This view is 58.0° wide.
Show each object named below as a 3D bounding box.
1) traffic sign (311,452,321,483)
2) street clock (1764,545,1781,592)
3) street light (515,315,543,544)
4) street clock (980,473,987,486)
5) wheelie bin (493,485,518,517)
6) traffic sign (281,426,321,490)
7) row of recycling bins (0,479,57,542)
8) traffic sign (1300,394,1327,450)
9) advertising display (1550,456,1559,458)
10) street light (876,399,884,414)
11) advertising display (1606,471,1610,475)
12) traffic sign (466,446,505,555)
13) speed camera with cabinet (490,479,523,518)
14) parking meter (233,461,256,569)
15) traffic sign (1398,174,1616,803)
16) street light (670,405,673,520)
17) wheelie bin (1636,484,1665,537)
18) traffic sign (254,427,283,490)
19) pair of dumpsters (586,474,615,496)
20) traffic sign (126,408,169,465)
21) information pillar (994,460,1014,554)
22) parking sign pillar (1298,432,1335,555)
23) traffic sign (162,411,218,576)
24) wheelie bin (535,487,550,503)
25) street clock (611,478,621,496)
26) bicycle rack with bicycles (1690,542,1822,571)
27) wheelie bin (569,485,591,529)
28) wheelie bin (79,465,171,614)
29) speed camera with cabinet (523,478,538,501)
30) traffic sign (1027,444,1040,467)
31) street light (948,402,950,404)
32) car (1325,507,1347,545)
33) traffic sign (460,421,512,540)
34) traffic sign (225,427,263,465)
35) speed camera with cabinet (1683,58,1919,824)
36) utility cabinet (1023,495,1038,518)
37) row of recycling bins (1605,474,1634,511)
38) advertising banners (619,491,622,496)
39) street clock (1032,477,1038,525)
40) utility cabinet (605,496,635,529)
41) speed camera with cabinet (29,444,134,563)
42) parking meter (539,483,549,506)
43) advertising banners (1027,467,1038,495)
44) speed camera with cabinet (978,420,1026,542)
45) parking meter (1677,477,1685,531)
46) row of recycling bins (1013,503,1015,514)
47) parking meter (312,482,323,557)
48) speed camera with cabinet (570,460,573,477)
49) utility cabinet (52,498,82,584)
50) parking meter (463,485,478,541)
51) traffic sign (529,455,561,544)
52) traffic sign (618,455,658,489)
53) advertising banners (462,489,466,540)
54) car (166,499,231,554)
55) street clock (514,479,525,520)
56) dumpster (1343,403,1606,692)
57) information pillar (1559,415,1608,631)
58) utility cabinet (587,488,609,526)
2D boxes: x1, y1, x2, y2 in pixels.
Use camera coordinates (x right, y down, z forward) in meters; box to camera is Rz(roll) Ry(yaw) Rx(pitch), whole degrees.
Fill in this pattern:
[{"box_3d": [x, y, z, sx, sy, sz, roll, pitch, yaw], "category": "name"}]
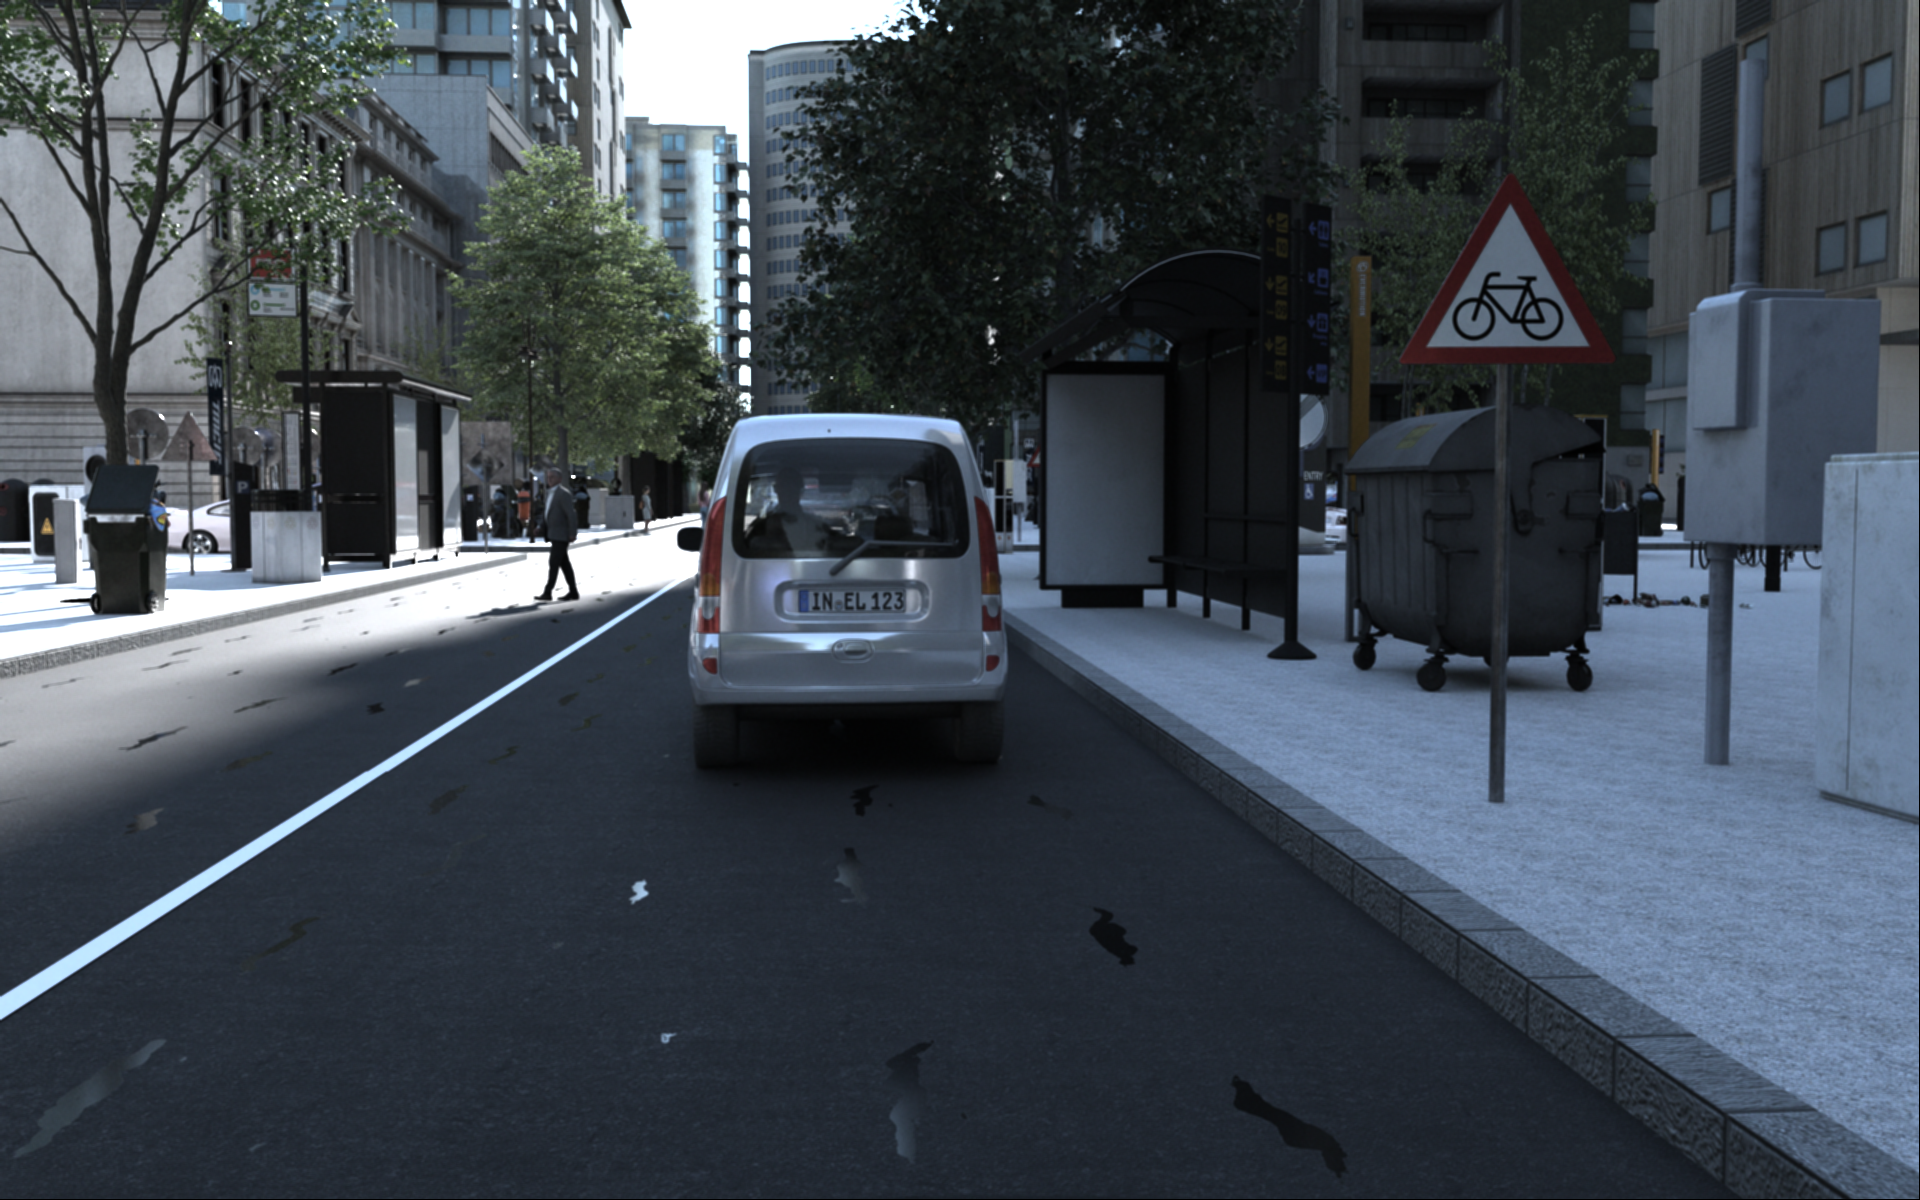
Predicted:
[{"box_3d": [-13.483, -2.098, 36.424, 0.606, 2.300, 0.079, 0, 4, 5], "category": "traffic sign"}, {"box_3d": [10.730, -1.116, 22.815, 0.358, 2.002, 0.471, 2, 4, 26], "category": "street clock"}, {"box_3d": [-11.097, -4.402, 44.760, 0.468, 5.910, 1.993, 0, 4, -5], "category": "street light"}, {"box_3d": [0.693, -3.385, 59.921, 0.358, 2.002, 0.471, -3, 5, -41], "category": "street clock"}, {"box_3d": [-14.722, -2.952, 56.168, 0.693, 1.594, 0.980, 1, 4, 15], "category": "wheelie bin"}, {"box_3d": [-12.335, -1.977, 32.429, 0.768, 2.556, 0.104, 0, 4, 4], "category": "traffic sign"}, {"box_3d": [-26.107, -2.435, 46.926, 3.534, 1.692, 1.069, 0, 4, 3], "category": "row of recycling bins"}, {"box_3d": [3.887, -1.232, 20.251, 0.768, 2.556, 0.104, 0, 4, 2], "category": "traffic sign"}, {"box_3d": [7.772, -1.128, 23.660, 0.974, 1.923, 0.123, -1, 4, -12], "category": "advertising display"}, {"box_3d": [-3.612, -6.401, 77.440, 0.468, 5.910, 1.993, 0, 4, -5], "category": "street light"}, {"box_3d": [18.163, -2.709, 49.499, 0.123, 1.923, 0.974, -1, 4, -22], "category": "advertising display"}, {"box_3d": [-9.897, -1.988, 36.141, 0.795, 2.450, 0.064, 0, 4, -5], "category": "traffic sign"}, {"box_3d": [-21.058, -5.243, 80.057, 0.660, 3.252, 2.038, 0, 4, 8], "category": "speed camera with cabinet"}, {"box_3d": [-12.321, -1.471, 29.759, 0.399, 1.863, 0.255, -2, 4, -31], "category": "parking meter"}, {"box_3d": [2.235, -0.437, 7.143, 0.884, 2.594, 0.081, 0, 4, 0], "category": "traffic sign"}, {"box_3d": [-14.547, -6.991, 87.090, 0.468, 5.910, 1.993, 0, 4, -5], "category": "street light"}, {"box_3d": [20.840, -2.715, 52.295, 0.693, 1.594, 0.980, 0, 4, -1], "category": "wheelie bin"}, {"box_3d": [-13.293, -2.018, 33.098, 0.768, 2.556, 0.104, 0, 4, -2], "category": "traffic sign"}, {"box_3d": [-17.049, -4.805, 81.059, 1.574, 2.255, 4.437, 0, 4, -5], "category": "pair of dumpsters"}, {"box_3d": [-12.142, -1.569, 25.760, 0.768, 2.556, 0.104, 0, 4, 3], "category": "traffic sign"}, {"box_3d": [0.945, -2.010, 37.353, 0.304, 2.012, 0.304, 3, 5, 40], "category": "information pillar"}, {"box_3d": [7.299, -2.971, 37.045, 1.447, 3.967, 1.447, -3, 5, -44], "category": "parking sign pillar"}, {"box_3d": [-12.102, -1.665, 27.224, 0.884, 2.594, 0.081, 0, 3, 0], "category": "traffic sign"}, {"box_3d": [-21.717, -5.022, 90.011, 0.693, 1.594, 0.980, -1, 4, -22], "category": "wheelie bin"}, {"box_3d": [-15.858, -4.609, 79.931, 0.471, 2.002, 0.358, -1, 4, -11], "category": "street clock"}, {"box_3d": [13.775, -1.012, 29.936, 2.925, 0.926, 2.852, -2, 4, -30], "category": "bicycle rack with bicycles"}, {"box_3d": [-14.035, -3.414, 63.728, 0.980, 1.594, 0.693, 2, 4, 35], "category": "wheelie bin"}, {"box_3d": [-8.981, -0.659, 18.684, 0.980, 1.594, 0.693, 0, 4, -2], "category": "wheelie bin"}, {"box_3d": [-24.668, -6.283, 97.071, 2.038, 3.252, 0.660, 1, 4, 22], "category": "speed camera with cabinet"}, {"box_3d": [1.762, -2.093, 34.218, 0.884, 2.594, 0.081, 0, 4, 5], "category": "traffic sign"}, {"box_3d": [-0.212, -3.879, 36.212, 0.468, 5.910, 1.993, 0, 4, -5], "category": "street light"}, {"box_3d": [11.153, -1.790, 41.629, 4.827, 1.381, 2.083, 0, 4, -4], "category": "car"}, {"box_3d": [-13.694, -3.346, 48.587, 2.265, 3.308, 0.079, 0, 4, 3], "category": "traffic sign"}, {"box_3d": [-13.550, -1.996, 32.735, 0.768, 2.556, 0.104, 0, 4, 4], "category": "traffic sign"}, {"box_3d": [3.892, -0.796, 7.345, 0.660, 3.252, 2.038, 0, 4, -8], "category": "speed camera with cabinet"}, {"box_3d": [3.849, -5.085, 94.302, 0.306, 1.237, 1.020, 3, 4, 38], "category": "utility cabinet"}, {"box_3d": [13.084, -1.726, 35.338, 1.069, 1.692, 3.534, 2, 4, 27], "category": "row of recycling bins"}, {"box_3d": [-18.116, -5.924, 93.051, 0.090, 3.025, 2.074, -2, 4, -29], "category": "advertising banners"}, {"box_3d": [3.170, -4.151, 72.443, 0.358, 2.002, 0.471, -1, 4, -12], "category": "street clock"}, {"box_3d": [-12.440, -3.191, 63.328, 1.020, 1.237, 0.306, 0, 4, -3], "category": "utility cabinet"}, {"box_3d": [-16.395, -2.321, 32.286, 2.038, 3.252, 0.660, 1, 4, 20], "category": "speed camera with cabinet"}, {"box_3d": [-18.774, -4.437, 78.257, 0.255, 1.863, 0.399, 3, 4, 37], "category": "parking meter"}, {"box_3d": [4.238, -6.552, 103.317, 2.074, 3.025, 0.090, -3, 4, -37], "category": "advertising banners"}, {"box_3d": [0.940, -3.225, 47.062, 0.660, 3.252, 2.038, -3, 4, -38], "category": "speed camera with cabinet"}, {"box_3d": [25.072, -3.328, 60.124, 0.255, 1.863, 0.399, 1, 4, 9], "category": "parking meter"}, {"box_3d": [2.319, -6.330, 110.604, 1.069, 1.692, 3.534, -2, 4, -34], "category": "row of recycling bins"}, {"box_3d": [-13.123, -1.650, 35.389, 0.372, 1.533, 0.369, 0, 3, 0], "category": "parking meter"}, {"box_3d": [-20.559, -5.991, 92.287, 0.660, 3.252, 2.038, 1, 4, 13], "category": "speed camera with cabinet"}, {"box_3d": [-12.952, -0.856, 25.164, 0.306, 1.237, 1.020, -1, 4, -23], "category": "utility cabinet"}, {"box_3d": [-13.340, -2.370, 47.165, 0.372, 1.533, 0.369, 0, 3, 0], "category": "parking meter"}, {"box_3d": [-10.558, -2.474, 44.099, 0.795, 2.450, 0.064, 0, 4, -5], "category": "traffic sign"}, {"box_3d": [-16.595, -5.870, 89.844, 2.265, 3.308, 0.079, 0, 4, -4], "category": "traffic sign"}, {"box_3d": [-13.715, -3.118, 47.168, 0.090, 3.025, 2.074, 0, 4, -5], "category": "advertising banners"}, {"box_3d": [-15.360, -1.620, 38.853, 4.827, 1.381, 2.083, 0, 4, -4], "category": "car"}, {"box_3d": [-20.845, -4.732, 81.940, 0.471, 2.002, 0.358, 0, 4, 7], "category": "street clock"}, {"box_3d": [3.515, -0.377, 11.927, 1.264, 1.857, 1.865, 0, 4, -5], "category": "dumpster"}, {"box_3d": [5.829, -0.719, 16.256, 0.304, 2.012, 0.304, -1, 4, -22], "category": "information pillar"}, {"box_3d": [-15.124, -3.848, 71.592, 1.173, 1.500, 0.318, -2, 4, -29], "category": "utility cabinet"}]
